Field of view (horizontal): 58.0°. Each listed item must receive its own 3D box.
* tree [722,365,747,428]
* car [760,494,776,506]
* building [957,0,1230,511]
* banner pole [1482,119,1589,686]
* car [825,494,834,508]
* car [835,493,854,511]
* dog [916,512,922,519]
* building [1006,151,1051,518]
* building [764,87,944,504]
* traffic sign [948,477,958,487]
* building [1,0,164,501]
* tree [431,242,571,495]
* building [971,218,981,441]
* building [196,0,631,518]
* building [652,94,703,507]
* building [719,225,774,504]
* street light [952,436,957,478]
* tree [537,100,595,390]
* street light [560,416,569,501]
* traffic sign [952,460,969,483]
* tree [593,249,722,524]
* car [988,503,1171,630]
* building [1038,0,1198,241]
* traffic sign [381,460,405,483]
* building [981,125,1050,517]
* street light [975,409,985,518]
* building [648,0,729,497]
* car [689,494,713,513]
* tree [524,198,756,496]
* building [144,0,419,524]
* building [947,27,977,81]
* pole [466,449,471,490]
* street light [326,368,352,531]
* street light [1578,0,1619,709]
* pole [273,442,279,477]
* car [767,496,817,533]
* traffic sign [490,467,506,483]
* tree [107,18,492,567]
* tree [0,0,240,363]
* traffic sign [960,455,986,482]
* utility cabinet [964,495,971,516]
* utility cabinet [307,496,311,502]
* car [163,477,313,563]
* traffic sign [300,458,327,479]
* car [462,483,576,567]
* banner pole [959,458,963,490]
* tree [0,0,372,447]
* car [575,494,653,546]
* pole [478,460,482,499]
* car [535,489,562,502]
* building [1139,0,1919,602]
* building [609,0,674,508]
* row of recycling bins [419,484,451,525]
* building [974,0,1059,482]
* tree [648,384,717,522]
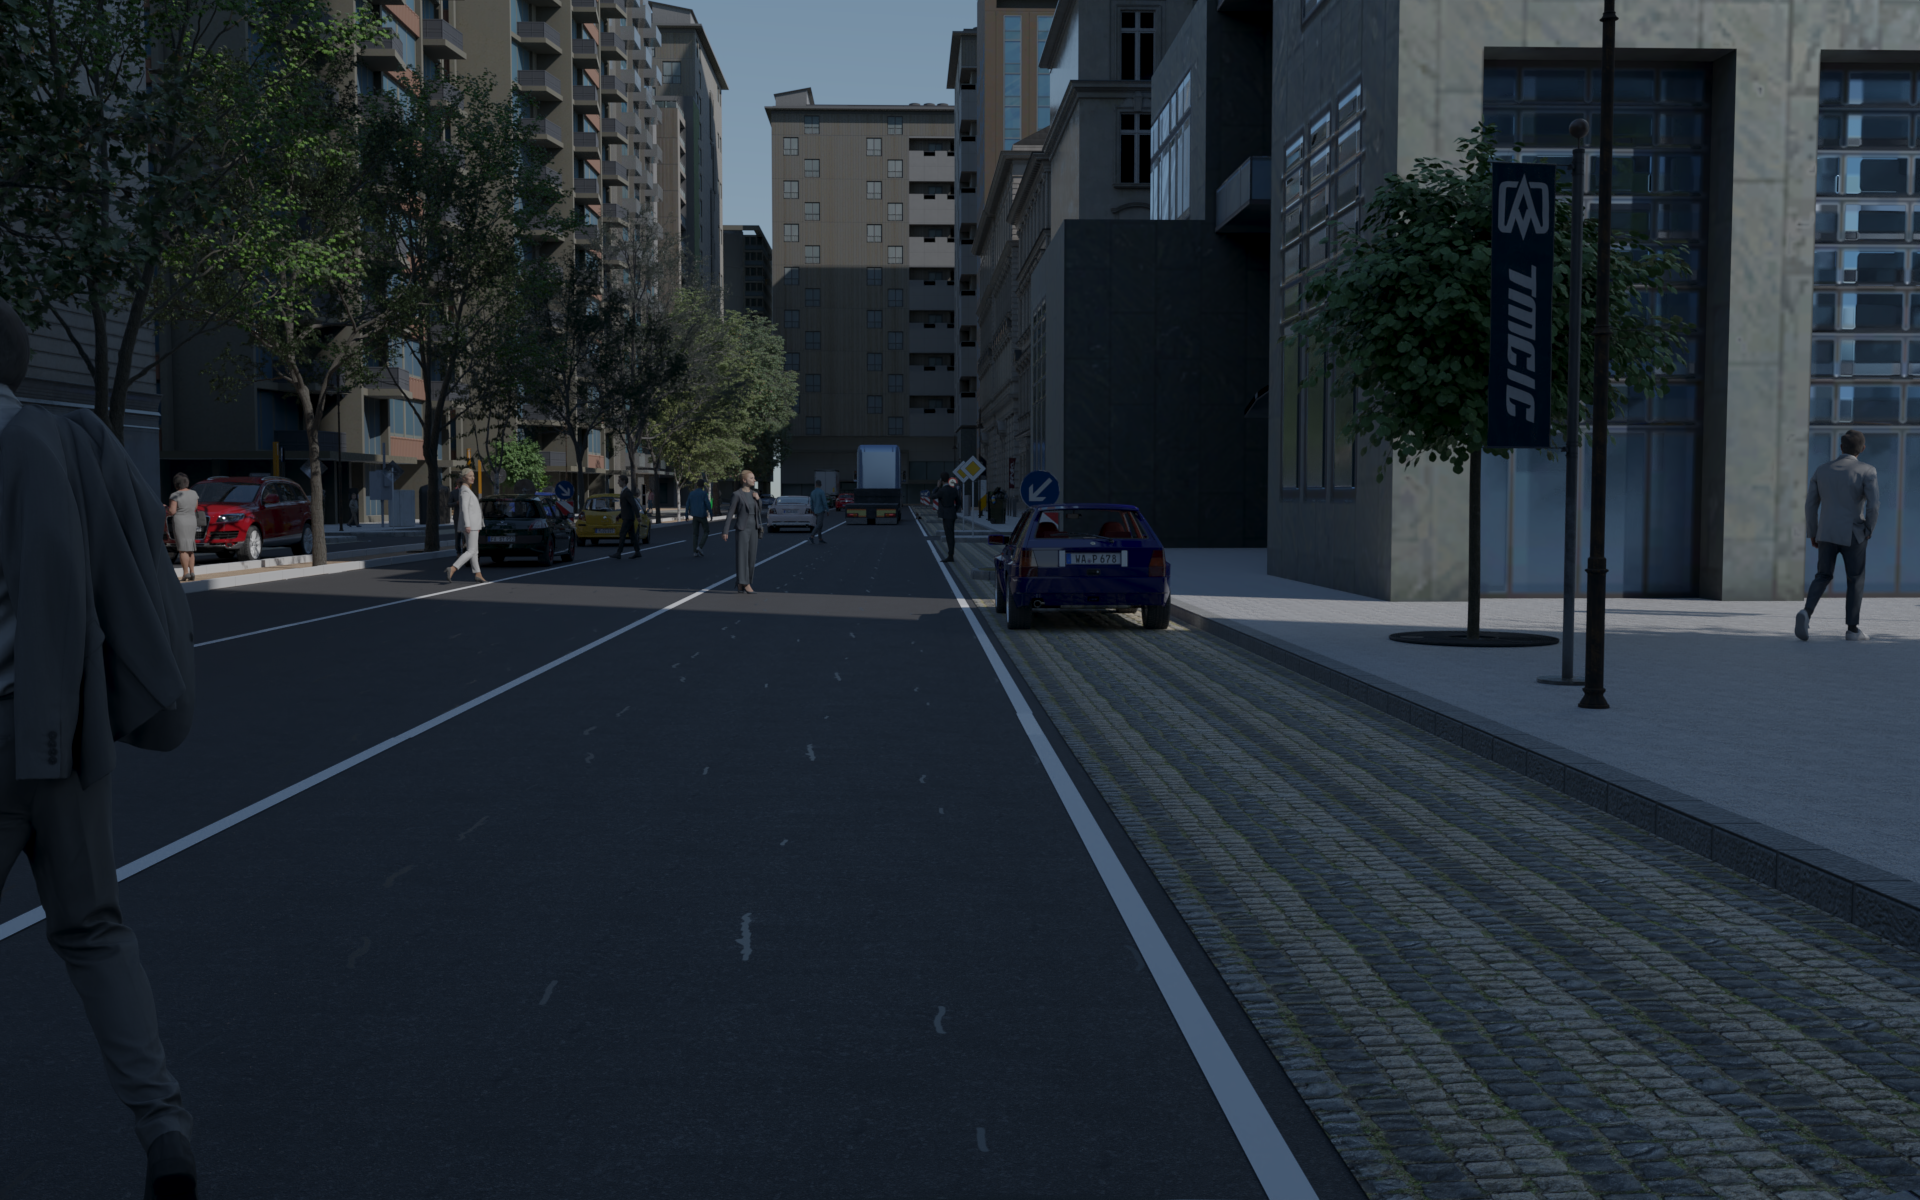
[{"bbox_3d":[-14.180,-8.850,81.567,8.767,10.594,7.601,0,4,-2],"label":"tree"},{"bbox_3d":[-20.290,-10.406,182.136,2.014,1.417,4.499,0,4,-3],"label":"car"},{"bbox_3d":[11.399,-52.089,164.328,22.319,86.520,31.000,0,4,-2],"label":"building"},{"bbox_3d":[3.904,-1.321,11.618,0.863,3.779,0.401,-1,4,-12],"label":"banner pole"},{"bbox_3d":[-14.075,-10.225,178.984,2.131,1.459,4.920,0,4,-1],"label":"car"},{"bbox_3d":[-9.381,-8.290,144.587,2.155,1.783,4.494,0,3,0],"label":"car"},{"bbox_3d":[-2.270,-4.752,97.890,0.748,0.427,0.550,-1,4,-18],"label":"dog"},{"bbox_3d":[8.111,-13.544,86.068,10.561,19.102,19.286,0,4,-2],"label":"building"},{"bbox_3d":[-11.296,-39.401,233.447,27.495,52.752,28.713,0,4,-2],"label":"building"},{"bbox_3d":[-0.568,-8.107,132.657,0.768,2.556,0.104,0,4,1],"label":"traffic sign"},{"bbox_3d":[-31.712,-11.938,44.342,18.267,20.994,9.793,0,4,-2],"label":"building"},{"bbox_3d":[-13.137,-5.881,48.976,4.360,8.622,3.978,0,3,0],"label":"tree"},{"bbox_3d":[6.697,-18.135,125.390,11.050,23.489,19.941,0,4,-2],"label":"building"},{"bbox_3d":[-34.994,-28.396,118.891,22.147,44.769,28.867,0,4,-2],"label":"building"},{"bbox_3d":[-33.647,-29.910,172.625,14.154,41.232,14.086,0,4,-2],"label":"building"},{"bbox_3d":[-37.650,-33.180,234.371,23.993,40.220,32.217,0,4,-2],"label":"building"},{"bbox_3d":[-0.401,-9.908,134.782,0.468,5.910,1.993,0,4,-2],"label":"street light"},{"bbox_3d":[-12.728,-6.939,41.663,9.928,11.665,9.643,0,3,0],"label":"tree"},{"bbox_3d":[-22.895,-7.827,100.761,0.468,5.910,1.993,0,4,-2],"label":"street light"},{"bbox_3d":[0.143,-3.535,59.994,0.795,2.593,0.064,0,4,-2],"label":"traffic sign"},{"bbox_3d":[-13.422,-7.641,61.808,8.767,10.594,7.601,0,4,-2],"label":"tree"},{"bbox_3d":[1.310,-0.428,19.582,1.945,1.354,3.894,0,4,-2],"label":"car"},{"bbox_3d":[20.923,-15.208,67.743,34.723,24.649,14.460,0,4,-2],"label":"building"},{"bbox_3d":[-19.441,-3.497,59.364,0.795,2.593,0.064,0,4,-2],"label":"traffic sign"},{"bbox_3d":[7.426,-16.919,105.499,11.050,23.489,19.941,0,4,-2],"label":"building"},{"bbox_3d":[1.067,-7.338,92.759,0.468,5.910,1.993,0,4,-2],"label":"street light"},{"bbox_3d":[-40.952,-37.013,194.393,27.495,52.752,28.713,0,4,-2],"label":"building"},{"bbox_3d":[-19.343,-7.410,129.943,1.959,1.807,4.718,0,4,-4],"label":"car"},{"bbox_3d":[-13.561,-9.711,71.606,12.009,13.543,11.850,0,3,0],"label":"tree"},{"bbox_3d":[-36.339,-26.141,82.028,22.147,44.769,28.867,0,4,-2],"label":"building"},{"bbox_3d":[13.161,-37.074,195.393,28.713,52.752,27.495,0,4,-2],"label":"building"},{"bbox_3d":[-22.024,-5.130,77.714,0.158,3.312,0.155,0,3,0],"label":"pole"},{"bbox_3d":[-21.424,-5.322,59.794,0.468,5.910,1.993,0,4,-2],"label":"street light"},{"bbox_3d":[3.810,-2.290,10.235,0.468,5.910,1.993,0,4,-2],"label":"street light"},{"bbox_3d":[-26.756,-4.524,67.804,0.158,3.312,0.155,0,3,0],"label":"pole"},{"bbox_3d":[-6.268,-3.255,65.582,2.083,1.381,4.827,0,4,-2],"label":"car"},{"bbox_3d":[-21.906,-5.021,82.203,0.768,2.556,0.104,0,4,2],"label":"traffic sign"},{"bbox_3d":[-12.126,-5.871,32.863,8.767,10.594,7.601,0,4,-2],"label":"tree"},{"bbox_3d":[-11.569,-5.784,14.039,9.611,12.733,9.660,0,3,0],"label":"tree"},{"bbox_3d":[0.409,-3.047,52.014,0.795,2.593,0.064,0,4,-2],"label":"traffic sign"},{"bbox_3d":[0.416,-5.484,100.827,0.306,1.237,1.020,0,4,8],"label":"utility cabinet"},{"bbox_3d":[-22.980,-3.060,61.190,0.306,1.237,1.020,1,4,10],"label":"utility cabinet"},{"bbox_3d":[-15.630,-1.761,37.458,2.281,1.827,5.304,0,4,-1],"label":"car"},{"bbox_3d":[-19.175,-3.009,51.384,0.795,2.593,0.064,0,4,-2],"label":"traffic sign"},{"bbox_3d":[-9.004,-1.576,35.552,2.009,1.686,4.222,0,4,-3],"label":"car"},{"bbox_3d":[0.055,-8.041,121.483,0.401,3.779,0.863,1,4,19],"label":"banner pole"},{"bbox_3d":[-11.799,-5.856,23.960,9.928,11.665,9.643,0,3,0],"label":"tree"},{"bbox_3d":[-9.736,-2.361,48.819,2.015,1.641,3.980,0,4,-4],"label":"car"},{"bbox_3d":[-28.911,-6.757,104.325,0.158,3.312,0.155,0,3,0],"label":"pole"},{"bbox_3d":[-15.822,-3.385,64.931,1.945,1.707,3.694,0,4,0],"label":"car"},{"bbox_3d":[13.760,-44.101,33.719,22.319,86.520,31.000,0,4,-2],"label":"building"},{"bbox_3d":[-37.973,-32.440,150.001,23.786,49.044,30.456,0,4,-2],"label":"building"},{"bbox_3d":[-22.487,-4.109,74.300,1.069,1.692,3.534,0,4,-8],"label":"row of recycling bins"},{"bbox_3d":[8.588,-30.141,142.922,14.600,45.320,14.200,0,4,-2],"label":"building"},{"bbox_3d":[-14.330,-8.273,88.077,4.737,8.622,4.395,0,3,0],"label":"tree"}]
